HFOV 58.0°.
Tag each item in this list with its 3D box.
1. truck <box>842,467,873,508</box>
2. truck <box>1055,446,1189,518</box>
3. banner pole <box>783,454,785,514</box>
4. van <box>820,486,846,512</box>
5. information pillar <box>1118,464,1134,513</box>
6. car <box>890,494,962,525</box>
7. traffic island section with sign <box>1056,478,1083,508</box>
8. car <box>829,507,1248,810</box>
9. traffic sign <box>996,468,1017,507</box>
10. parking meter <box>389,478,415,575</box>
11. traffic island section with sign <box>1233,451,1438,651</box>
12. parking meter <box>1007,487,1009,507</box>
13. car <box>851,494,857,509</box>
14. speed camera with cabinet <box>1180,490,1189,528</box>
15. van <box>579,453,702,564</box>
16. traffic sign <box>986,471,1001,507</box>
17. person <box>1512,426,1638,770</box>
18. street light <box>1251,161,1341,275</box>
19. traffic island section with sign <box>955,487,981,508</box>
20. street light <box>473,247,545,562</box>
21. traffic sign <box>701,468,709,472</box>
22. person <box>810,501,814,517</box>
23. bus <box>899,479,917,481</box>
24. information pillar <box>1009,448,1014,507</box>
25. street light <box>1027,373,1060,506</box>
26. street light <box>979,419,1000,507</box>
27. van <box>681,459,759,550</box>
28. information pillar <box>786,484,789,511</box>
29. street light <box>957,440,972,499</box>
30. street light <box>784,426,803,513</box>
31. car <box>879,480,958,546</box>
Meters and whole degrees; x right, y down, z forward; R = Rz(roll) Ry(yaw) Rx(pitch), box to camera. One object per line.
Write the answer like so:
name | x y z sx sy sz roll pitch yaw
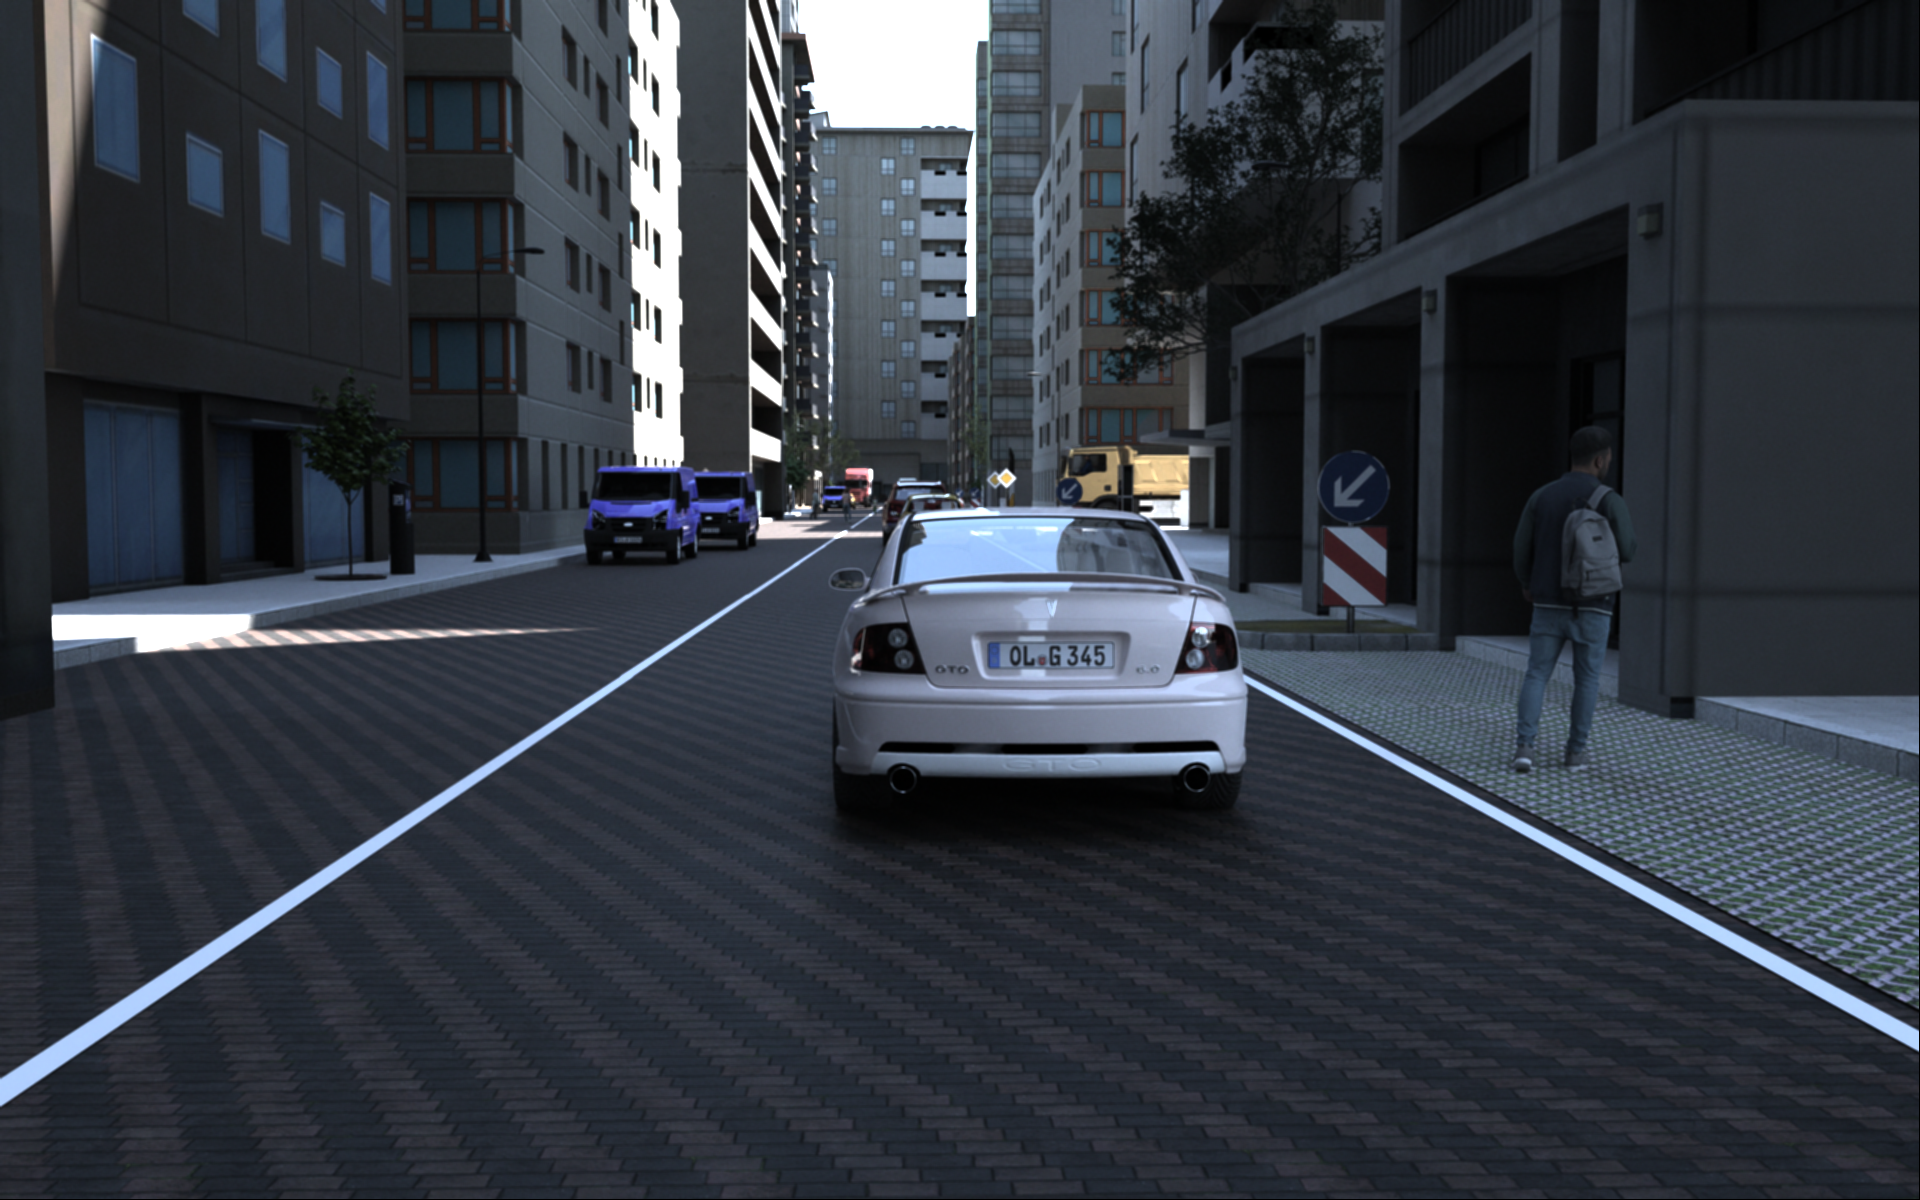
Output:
truck | -10.540 -11.688 180.005 2.839 4.237 11.283 0 4 -1
truck | 7.958 -4.574 70.711 9.791 3.379 3.469 0 4 -3
banner pole | -11.071 -7.253 108.600 0.401 3.779 0.863 0 4 3
van | -9.844 -8.098 136.793 2.240 2.365 5.245 0 4 -2
information pillar | 4.066 -2.328 42.557 0.304 2.012 0.304 -1 4 -15
car | -0.687 -1.957 42.227 2.015 1.641 3.980 0 4 -3
traffic island section with sign | 2.572 -2.136 43.559 1.989 1.847 2.006 0 4 -2
car | 0.316 0.190 9.255 2.083 1.381 4.827 0 4 -1
traffic sign | 1.779 -3.841 66.450 0.795 2.450 0.064 0 4 -2
parking meter | -8.940 -1.182 27.735 0.372 1.533 0.369 0 3 0
traffic island section with sign | 3.471 -0.489 16.619 1.989 1.847 2.006 0 4 -2
parking meter | 2.754 -5.612 97.470 0.255 1.863 0.399 2 4 26
car | -10.830 -9.478 165.186 2.015 1.641 3.980 0 4 -2
speed camera with cabinet | 9.390 -4.433 66.816 2.038 3.252 0.660 -3 5 -41
van | -6.750 -2.001 37.102 2.240 2.365 5.245 0 4 -3
traffic sign | 1.513 -4.330 74.431 0.795 2.450 0.064 0 4 -2
person | 3.158 -0.005 8.927 0.623 1.781 0.721 2 4 24
street light | 4.757 -3.168 24.331 1.470 5.913 1.316 0 4 -2
traffic island section with sign | 0.717 -5.533 99.094 1.989 1.847 2.006 0 4 -2
street light | -8.510 -3.680 32.709 1.470 5.913 1.316 0 4 -2
traffic sign | -9.709 -3.819 66.088 0.795 2.450 0.064 0 4 -2
person | -9.136 -5.799 108.336 0.505 1.210 0.382 -3 5 -42
bus | -6.227 -13.307 212.430 2.948 3.499 13.247 0 3 0
information pillar | 2.583 -5.846 86.929 0.183 3.616 0.504 -1 4 -21
street light | 3.253 -5.740 66.383 1.470 5.913 1.316 0 4 -2
street light | 1.861 -8.241 107.279 1.470 5.913 1.316 0 4 -2
van | -6.461 -2.549 46.056 2.240 2.365 5.245 0 4 -3
information pillar | -12.849 -7.596 128.684 0.304 2.012 0.304 -3 5 -45
street light | 0.408 -10.805 149.205 1.470 5.913 1.316 0 4 -2
street light | -11.327 -8.870 117.573 1.470 5.913 1.316 0 4 -2
car | -1.177 -2.491 49.398 2.281 1.827 5.304 0 4 -2
